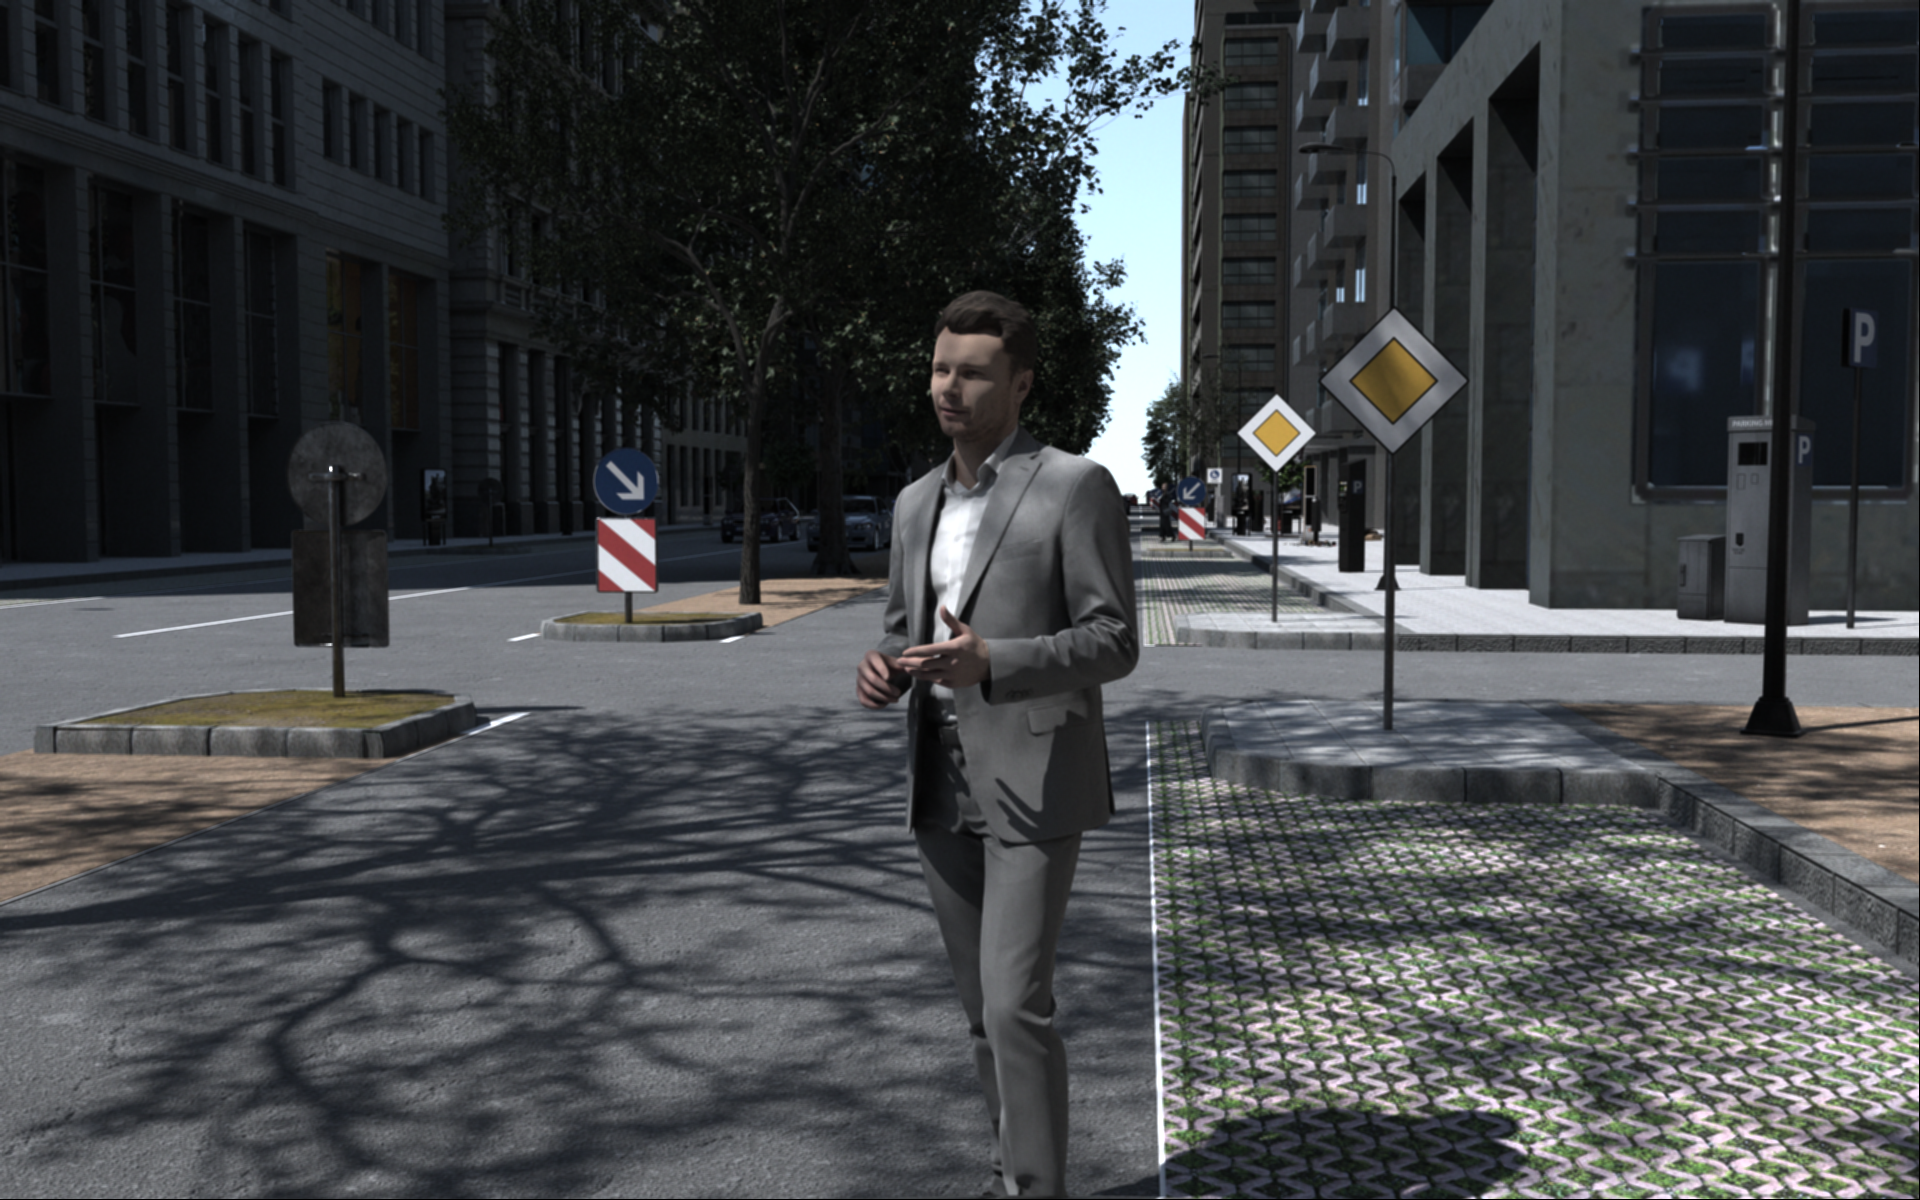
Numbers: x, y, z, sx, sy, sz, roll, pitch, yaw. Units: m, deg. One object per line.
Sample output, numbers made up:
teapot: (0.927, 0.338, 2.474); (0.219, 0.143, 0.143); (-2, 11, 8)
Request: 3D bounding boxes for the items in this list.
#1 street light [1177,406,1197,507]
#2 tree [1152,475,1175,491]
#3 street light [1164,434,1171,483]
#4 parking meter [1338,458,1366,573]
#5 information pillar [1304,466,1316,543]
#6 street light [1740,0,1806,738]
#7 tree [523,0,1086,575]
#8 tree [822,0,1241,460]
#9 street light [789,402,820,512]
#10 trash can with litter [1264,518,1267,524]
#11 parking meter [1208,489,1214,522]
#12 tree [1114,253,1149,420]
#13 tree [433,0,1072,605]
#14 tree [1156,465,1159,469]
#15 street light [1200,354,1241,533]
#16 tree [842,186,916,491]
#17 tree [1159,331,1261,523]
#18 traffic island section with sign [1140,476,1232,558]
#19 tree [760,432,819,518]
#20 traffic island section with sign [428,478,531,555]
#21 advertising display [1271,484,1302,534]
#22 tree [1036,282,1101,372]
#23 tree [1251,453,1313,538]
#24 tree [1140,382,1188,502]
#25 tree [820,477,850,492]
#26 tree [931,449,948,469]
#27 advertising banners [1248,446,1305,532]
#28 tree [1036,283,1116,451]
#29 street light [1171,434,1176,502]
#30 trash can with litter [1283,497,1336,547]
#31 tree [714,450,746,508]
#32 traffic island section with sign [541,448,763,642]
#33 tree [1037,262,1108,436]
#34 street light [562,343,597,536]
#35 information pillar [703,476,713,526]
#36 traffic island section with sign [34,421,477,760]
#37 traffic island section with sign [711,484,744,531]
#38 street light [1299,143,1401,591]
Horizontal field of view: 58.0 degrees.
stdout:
street light: (12.348, -7.299, 91.873); (1.470, 5.913, 1.316); (0, 4, 6)
tree: (29.010, -16.076, 246.554); (4.285, 4.588, 4.351); (0, 3, 0)
street light: (16.663, -9.841, 133.433); (1.470, 5.913, 1.316); (0, 4, 6)
parking meter: (6.417, -1.386, 28.375); (0.399, 1.863, 0.255); (-2, 4, -25)
information pillar: (9.227, -2.519, 45.671); (0.304, 2.012, 0.304); (1, 4, 9)
street light: (3.819, -2.240, 9.165); (1.470, 5.913, 1.316); (0, 4, 6)
tree: (-2.276, -6.783, 30.373); (9.611, 12.733, 9.660); (0, 3, 0)
tree: (0.937, -11.588, 47.818); (12.611, 20.169, 13.585); (0, 3, 0)
street light: (-8.083, -7.047, 87.758); (1.470, 5.913, 1.316); (0, 4, 6)
trash can with litter: (12.692, -3.826, 73.944); (0.624, 1.170, 1.055); (-2, 4, -32)
parking meter: (11.663, -4.392, 80.225); (0.372, 1.533, 0.369); (0, 3, 0)
tree: (1.731, -8.607, 60.196); (9.611, 12.733, 9.660); (0, 3, 0)
tree: (-2.778, -5.192, 21.753); (8.767, 10.594, 7.601); (0, 4, 6)
tree: (28.294, -17.608, 238.246); (4.360, 8.622, 3.978); (0, 3, 0)
street light: (8.745, -5.205, 57.642); (1.470, 5.913, 1.316); (0, 4, 6)
tree: (-1.226, -5.307, 39.589); (4.737, 8.622, 4.395); (0, 3, 0)
tree: (11.302, -7.790, 77.733); (4.360, 8.622, 3.978); (0, 3, 0)
traffic island section with sign: (5.146, -1.887, 39.488); (1.989, 1.847, 2.006); (0, 4, 6)
tree: (-9.092, -6.630, 92.114); (4.285, 4.588, 4.351); (0, 3, 0)
traffic island section with sign: (-11.410, -2.009, 41.479); (1.989, 1.847, 2.006); (0, 4, 6)
advertising display: (10.482, -3.081, 55.582); (0.974, 1.923, 0.123); (1, 4, 14)
tree: (2.322, -8.693, 70.343); (9.928, 11.665, 9.643); (0, 3, 0)
tree: (9.650, -3.457, 51.119); (1.663, 3.219, 1.824); (0, 3, 0)
tree: (21.635, -15.732, 175.338); (7.486, 12.596, 7.792); (0, 3, 0)
tree: (-7.269, -6.662, 103.528); (1.663, 3.219, 1.824); (0, 3, 0)
tree: (-1.185, -13.280, 167.490); (4.360, 8.622, 3.978); (0, 3, 0)
advertising banners: (10.811, -3.844, 59.043); (2.074, 3.025, 0.090); (-1, 4, -14)
tree: (3.747, -10.955, 88.226); (9.857, 13.997, 8.962); (0, 3, 0)
street light: (12.916, -7.706, 98.542); (1.470, 5.913, 1.316); (0, 4, 6)
trash can with litter: (8.774, -1.951, 42.964); (1.678, 1.210, 2.233); (0, 4, 5)
tree: (-10.036, -4.976, 75.962); (1.663, 3.219, 1.824); (0, 3, 0)
traffic island section with sign: (-3.219, -0.585, 17.706); (2.006, 1.907, 1.989); (0, 4, 6)
tree: (2.879, -9.723, 79.557); (7.486, 12.596, 7.792); (0, 3, 0)
street light: (-11.660, -4.953, 53.525); (1.470, 5.913, 1.316); (0, 4, 6)
information pillar: (-10.239, -4.027, 70.339); (0.304, 2.012, 0.304); (1, 4, 13)
traffic island section with sign: (-3.993, -0.135, 10.339); (2.006, 1.907, 1.989); (0, 4, 6)
traffic island section with sign: (-8.628, -3.649, 68.291); (1.989, 1.847, 2.006); (0, 4, 6)
street light: (5.182, -3.088, 23.038); (1.470, 5.913, 1.316); (0, 4, 6)
